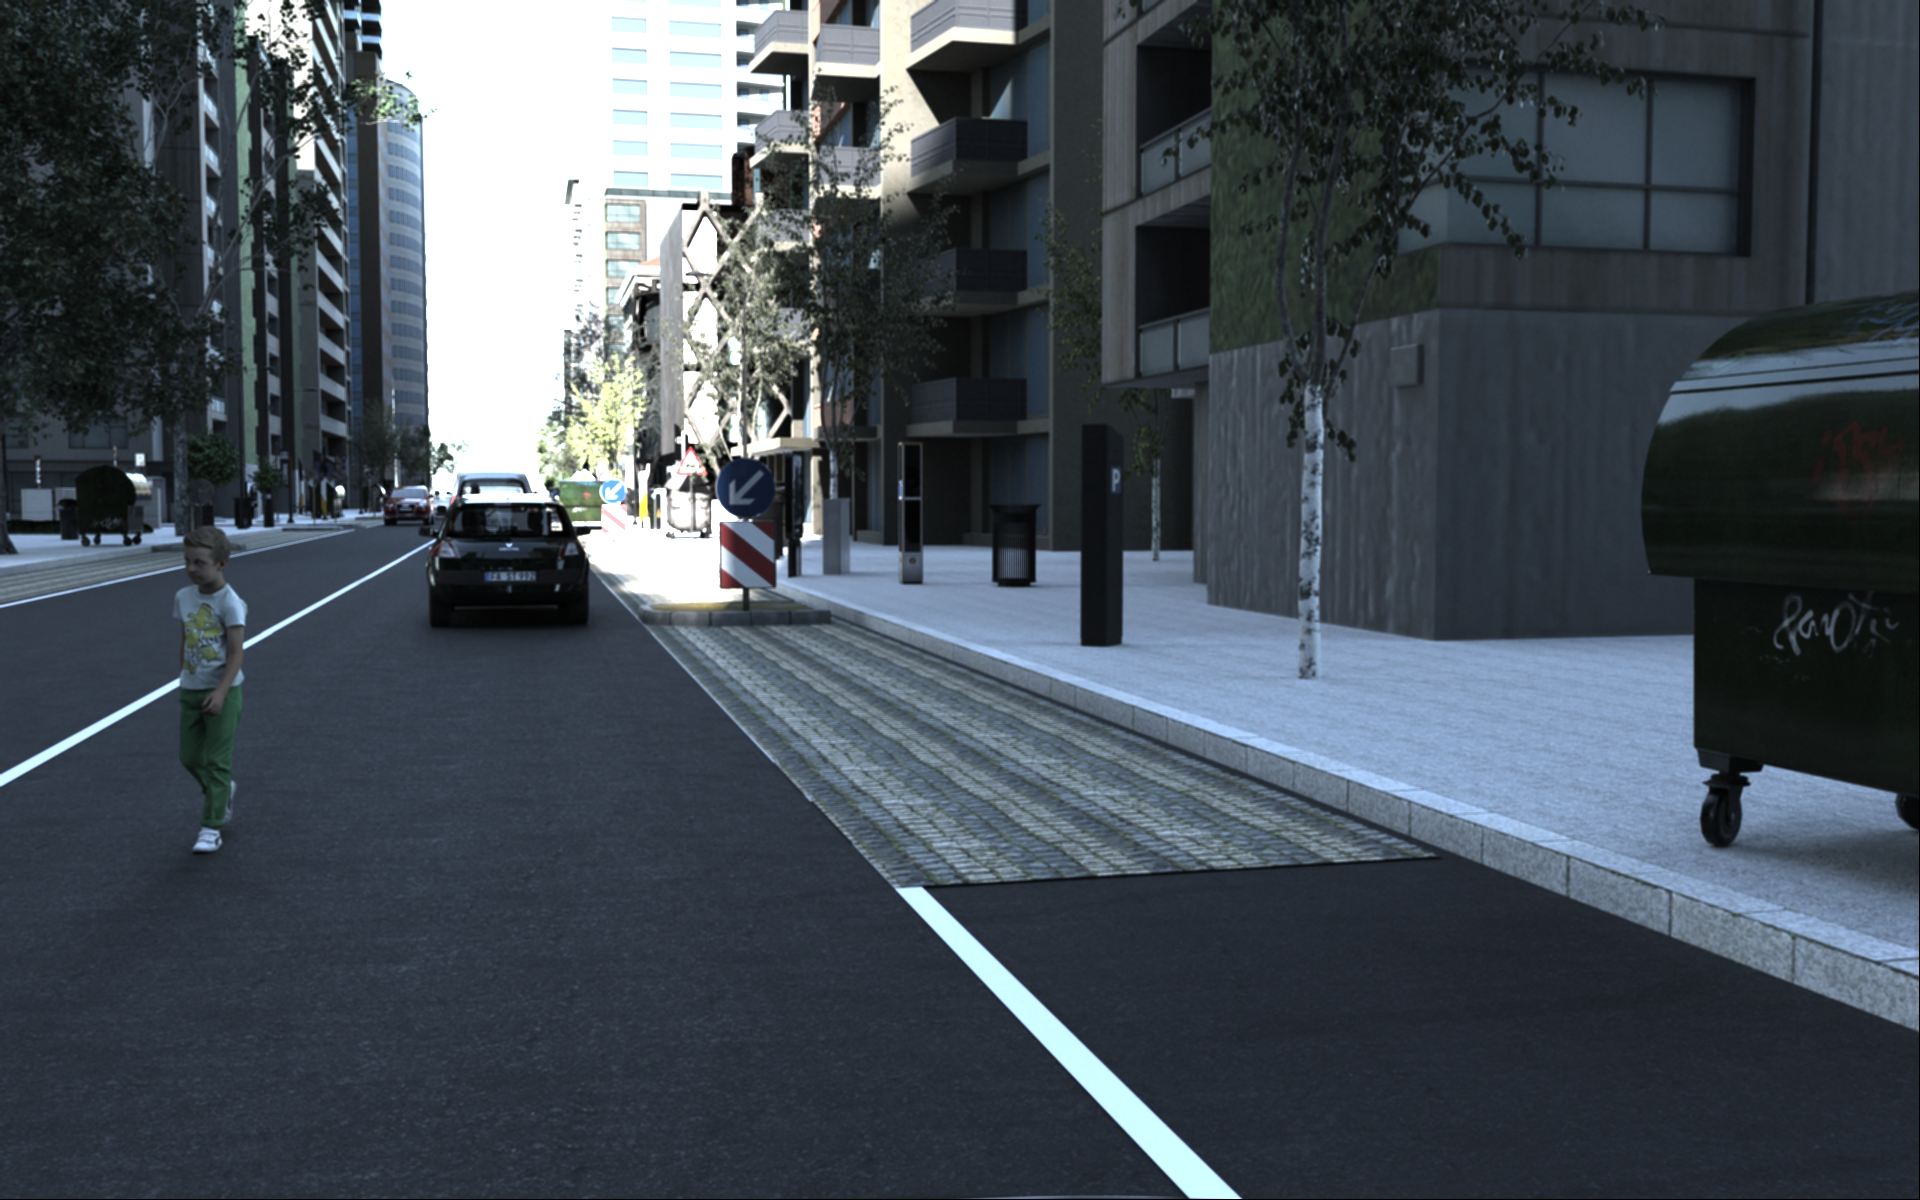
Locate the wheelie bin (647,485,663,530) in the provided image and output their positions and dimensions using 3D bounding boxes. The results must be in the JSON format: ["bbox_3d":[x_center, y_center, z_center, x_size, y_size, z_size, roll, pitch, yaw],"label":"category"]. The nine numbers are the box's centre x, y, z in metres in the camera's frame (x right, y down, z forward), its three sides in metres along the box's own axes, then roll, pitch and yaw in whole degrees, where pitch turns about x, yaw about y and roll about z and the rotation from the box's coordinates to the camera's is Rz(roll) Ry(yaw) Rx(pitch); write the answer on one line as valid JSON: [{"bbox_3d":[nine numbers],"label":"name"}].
[{"bbox_3d":[-10.740,-3.287,61.645,0.693,1.594,0.980,-2,4,-32],"label":"wheelie bin"}]

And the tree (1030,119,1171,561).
[{"bbox_3d":[3.516,-5.052,32.961,4.737,8.622,4.395,0,3,0],"label":"tree"}]

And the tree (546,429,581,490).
[{"bbox_3d":[-42.710,-14.439,186.440,4.360,8.622,3.978,0,3,0],"label":"tree"}]

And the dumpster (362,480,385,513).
[{"bbox_3d":[-40.864,-7.220,120.542,1.502,2.255,1.985,-1,4,-14],"label":"dumpster"}]

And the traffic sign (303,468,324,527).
[{"bbox_3d":[-25.203,-3.910,67.578,0.795,2.450,0.064,-1,4,-14],"label":"traffic sign"}]

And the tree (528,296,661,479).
[{"bbox_3d":[-21.693,-12.068,107.674,12.009,13.543,11.850,0,3,0],"label":"tree"}]

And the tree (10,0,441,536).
[{"bbox_3d":[-22.527,-11.960,51.435,12.611,20.169,13.585,0,3,0],"label":"tree"}]

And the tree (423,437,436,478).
[{"bbox_3d":[-50.115,-12.680,157.675,4.360,8.622,3.978,0,3,0],"label":"tree"}]

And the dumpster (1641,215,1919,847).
[{"bbox_3d":[3.452,-0.191,5.619,1.502,2.255,1.985,-1,4,-14],"label":"dumpster"}]

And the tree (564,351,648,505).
[{"bbox_3d":[-17.738,-8.426,88.129,4.737,8.622,4.395,0,3,0],"label":"tree"}]

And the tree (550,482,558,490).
[{"bbox_3d":[-56.438,-15.087,241.272,1.663,3.219,1.824,0,3,0],"label":"tree"}]

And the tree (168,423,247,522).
[{"bbox_3d":[-35.065,-5.935,80.750,4.285,4.588,4.351,0,3,0],"label":"tree"}]

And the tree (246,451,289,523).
[{"bbox_3d":[-31.169,-5.097,77.945,1.663,3.219,1.824,0,3,0],"label":"tree"}]

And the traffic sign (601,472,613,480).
[{"bbox_3d":[-20.027,-5.990,98.040,0.768,2.556,0.104,0,4,-7],"label":"traffic sign"}]

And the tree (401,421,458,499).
[{"bbox_3d":[-67.903,-17.598,222.142,7.601,10.594,8.767,2,4,27],"label":"tree"}]

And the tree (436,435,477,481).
[{"bbox_3d":[-88.087,-23.046,302.561,9.928,11.665,9.643,0,3,0],"label":"tree"}]

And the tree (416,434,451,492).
[{"bbox_3d":[-64.437,-15.983,211.685,4.737,8.622,4.395,0,3,0],"label":"tree"}]

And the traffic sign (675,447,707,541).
[{"bbox_3d":[-7.375,-2.907,47.531,0.884,2.594,0.081,0,4,-6],"label":"traffic sign"}]

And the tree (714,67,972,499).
[{"bbox_3d":[-2.040,-4.932,30.997,4.360,8.622,3.978,0,3,0],"label":"tree"}]

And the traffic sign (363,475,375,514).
[{"bbox_3d":[-38.657,-6.926,113.351,0.768,2.556,0.104,-1,4,-12],"label":"traffic sign"}]

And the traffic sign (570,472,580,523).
[{"bbox_3d":[-17.143,-4.538,77.841,0.795,2.450,0.064,-1,4,-14],"label":"traffic sign"}]

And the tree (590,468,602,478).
[{"bbox_3d":[-27.314,-8.251,129.511,1.663,3.219,1.824,0,3,0],"label":"tree"}]

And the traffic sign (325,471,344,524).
[{"bbox_3d":[-27.174,-4.384,75.317,0.795,2.450,0.064,-1,4,-14],"label":"traffic sign"}]

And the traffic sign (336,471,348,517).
[{"bbox_3d":[-34.071,-5.825,95.352,0.768,2.556,0.104,-1,4,-12],"label":"traffic sign"}]

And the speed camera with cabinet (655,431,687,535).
[{"bbox_3d":[-9.150,-3.708,54.960,0.660,3.252,2.038,-2,4,-26],"label":"speed camera with cabinet"}]

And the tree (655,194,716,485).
[{"bbox_3d":[-5.230,-5.582,41.620,4.360,8.622,3.978,0,3,0],"label":"tree"}]

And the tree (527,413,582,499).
[{"bbox_3d":[-54.049,-19.170,231.547,7.486,12.596,7.792,0,3,0],"label":"tree"}]

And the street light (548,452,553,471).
[{"bbox_3d":[-44.502,-13.385,191.382,1.470,5.913,1.316,-1,4,-14],"label":"street light"}]

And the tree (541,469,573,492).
[{"bbox_3d":[-46.069,-13.490,204.271,4.285,4.588,4.351,0,3,0],"label":"tree"}]

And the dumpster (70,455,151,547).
[{"bbox_3d":[-21.157,-2.488,43.171,1.502,2.255,1.985,-1,4,-14],"label":"dumpster"}]

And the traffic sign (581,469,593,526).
[{"bbox_3d":[-15.173,-4.065,70.102,0.795,2.450,0.064,-1,4,-14],"label":"traffic sign"}]

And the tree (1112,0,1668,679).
[{"bbox_3d":[2.669,-3.761,11.859,4.360,8.622,3.978,0,3,0],"label":"tree"}]

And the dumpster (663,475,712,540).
[{"bbox_3d":[-7.740,-2.661,49.262,1.264,1.857,1.865,-1,4,-14],"label":"dumpster"}]

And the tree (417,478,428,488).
[{"bbox_3d":[-58.035,-11.786,187.309,1.663,3.219,1.824,0,3,0],"label":"tree"}]

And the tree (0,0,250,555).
[{"bbox_3d":[-20.638,-7.323,36.732,9.611,12.733,9.660,0,3,0],"label":"tree"}]

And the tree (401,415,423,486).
[{"bbox_3d":[-45.986,-11.443,137.461,4.360,8.622,3.978,0,3,0],"label":"tree"}]

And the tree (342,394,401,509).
[{"bbox_3d":[-44.903,-11.099,131.827,4.360,8.622,3.978,0,3,0],"label":"tree"}]

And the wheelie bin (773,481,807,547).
[{"bbox_3d":[-4.200,-2.087,42.030,0.980,1.594,0.693,0,4,1],"label":"wheelie bin"}]

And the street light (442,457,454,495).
[{"bbox_3d":[-68.063,-15.719,229.539,1.470,5.913,1.316,-1,4,-14],"label":"street light"}]

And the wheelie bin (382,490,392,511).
[{"bbox_3d":[-43.366,-7.553,131.396,0.980,1.594,0.693,-2,4,-27],"label":"wheelie bin"}]

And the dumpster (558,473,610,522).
[{"bbox_3d":[-14.672,-3.835,67.652,1.985,2.255,1.502,-1,4,-13],"label":"dumpster"}]
